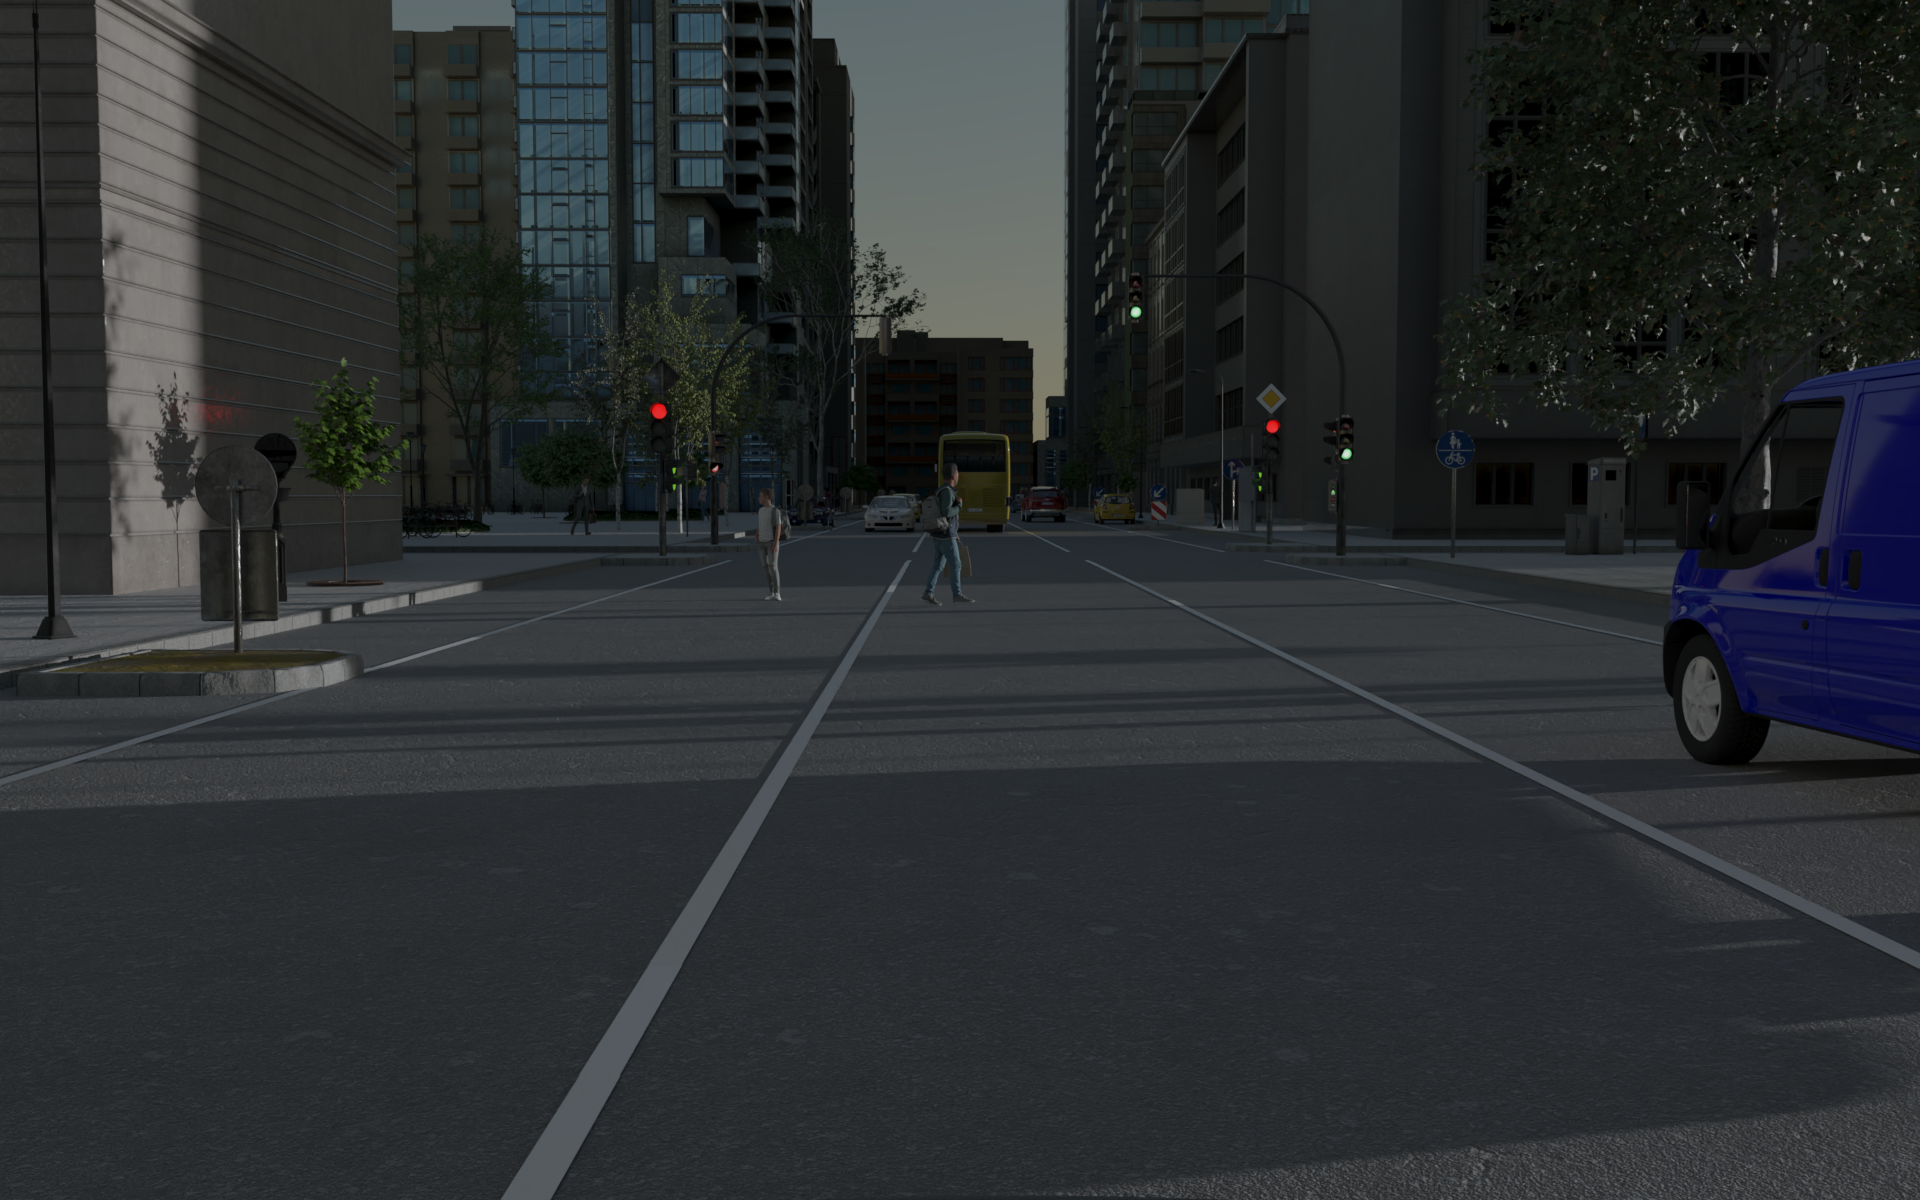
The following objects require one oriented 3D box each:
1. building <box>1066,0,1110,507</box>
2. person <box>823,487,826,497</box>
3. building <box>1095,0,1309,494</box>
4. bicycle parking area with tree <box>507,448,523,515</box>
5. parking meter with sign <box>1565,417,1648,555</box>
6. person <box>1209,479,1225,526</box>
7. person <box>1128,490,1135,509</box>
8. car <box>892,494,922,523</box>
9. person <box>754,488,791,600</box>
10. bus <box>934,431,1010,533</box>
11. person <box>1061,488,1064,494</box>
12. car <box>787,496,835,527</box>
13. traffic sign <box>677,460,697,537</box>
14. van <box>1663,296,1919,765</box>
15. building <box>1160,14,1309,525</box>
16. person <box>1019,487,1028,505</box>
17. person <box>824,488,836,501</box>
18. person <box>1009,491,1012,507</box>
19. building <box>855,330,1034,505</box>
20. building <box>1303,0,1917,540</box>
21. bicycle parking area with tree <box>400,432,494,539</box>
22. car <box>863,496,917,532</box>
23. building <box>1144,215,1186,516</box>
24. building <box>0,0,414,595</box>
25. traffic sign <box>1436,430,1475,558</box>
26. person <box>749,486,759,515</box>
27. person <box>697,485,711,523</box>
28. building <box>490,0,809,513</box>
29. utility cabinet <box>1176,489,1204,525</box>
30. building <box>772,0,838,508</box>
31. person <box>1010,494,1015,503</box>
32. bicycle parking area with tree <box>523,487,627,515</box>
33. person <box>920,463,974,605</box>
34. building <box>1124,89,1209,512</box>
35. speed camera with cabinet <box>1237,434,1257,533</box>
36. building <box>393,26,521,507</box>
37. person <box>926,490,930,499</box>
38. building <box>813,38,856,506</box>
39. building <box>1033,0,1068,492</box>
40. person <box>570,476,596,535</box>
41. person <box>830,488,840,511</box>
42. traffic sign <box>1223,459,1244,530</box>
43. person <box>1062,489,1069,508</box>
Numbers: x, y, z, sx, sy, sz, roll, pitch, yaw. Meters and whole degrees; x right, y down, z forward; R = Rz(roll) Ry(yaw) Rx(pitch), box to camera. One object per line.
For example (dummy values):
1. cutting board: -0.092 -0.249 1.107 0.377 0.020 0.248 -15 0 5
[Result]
1. building: 21.561 -38.919 178.319 21.231 58.520 28.212 0 4 0
2. person: -10.031 -7.390 126.870 0.705 1.824 1.348 3 5 44
3. building: 23.466 -32.399 149.340 23.786 49.044 30.456 0 4 0
4. bicycle parking area with tree: -26.010 -5.546 77.685 9.016 4.147 8.231 2 4 23
5. parking meter with sign: 13.660 -2.471 36.665 1.738 3.016 0.543 -1 4 -21
6. person: 10.377 -3.953 70.033 0.648 1.900 0.474 0 4 -1
7. person: 11.662 -6.780 117.242 0.374 1.781 0.599 -2 4 -34
8. car: -2.883 -4.776 88.311 2.015 1.641 3.980 0 4 -2
9. person: -2.562 -0.759 23.510 0.503 1.515 0.523 1 4 13
10. bus: 0.431 -4.626 67.189 2.896 3.916 12.252 0 4 -1
11. person: 10.253 -10.163 172.084 0.709 1.838 0.599 3 4 37
12. car: -6.343 -3.754 73.955 1.945 1.354 3.894 0 4 1
13. traffic sign: -8.191 -3.049 51.981 0.606 2.300 0.079 0 4 2
14. van: 4.913 -0.189 7.471 2.240 2.365 5.245 0 4 -2
15. building: 18.790 -16.309 85.725 14.314 24.678 30.058 0 4 0
16. person: 3.598 -5.450 97.586 0.573 1.828 0.580 3 4 38
17. person: -9.289 -6.993 121.057 1.217 1.739 0.721 0 4 -7
18. person: 5.677 -11.345 194.514 1.217 1.766 0.721 2 4 32
19. building: -5.840 -22.869 218.942 28.899 21.520 27.650 0 4 0
20. building: 24.017 -15.889 53.290 24.014 27.812 14.314 0 4 0
21. bicycle parking area with tree: -19.539 -3.864 50.172 9.016 4.147 8.231 -3 5 -44
22. car: -2.691 -3.333 66.852 2.083 1.381 4.827 0 4 -1
23. building: 17.526 -15.951 109.947 9.793 20.994 18.267 0 4 0
24. building: -22.352 -11.336 27.146 24.055 21.916 13.314 0 4 0
25. traffic sign: 9.869 -2.110 34.608 0.768 2.556 0.104 0 4 1
26. person: -12.641 -6.131 106.555 0.573 1.790 0.520 1 4 12
27. person: -11.519 -4.367 78.033 0.643 1.750 0.593 -1 4 -23
28. building: -22.565 -50.147 132.574 22.319 86.520 31.000 0 4 0
29. utility cabinet: 9.613 -3.888 72.245 1.173 1.500 0.318 3 5 40
30. building: -21.872 -44.102 159.313 20.563 71.187 20.611 0 4 0
31. person: 5.141 -9.958 174.494 0.799 1.438 0.628 -1 4 -23
32. bicycle parking area with tree: -25.517 -7.473 109.177 8.231 4.147 9.016 1 4 18
33. person: -0.158 -0.832 22.083 0.713 1.824 0.794 0 4 4
34. building: 18.944 -21.761 127.488 14.160 30.474 14.107 0 4 0
35. speed camera with cabinet: 9.632 -3.899 58.083 0.660 3.252 2.038 1 4 10
36. building: -48.559 -34.308 180.538 30.456 49.044 23.786 0 4 0
37. person: -2.492 -7.446 130.956 0.721 1.735 1.217 0 4 3
38. building: -22.113 -34.166 182.320 21.600 48.544 21.300 0 4 0
39. building: 24.634 -55.179 214.850 31.000 86.520 22.319 0 4 0
40. person: -11.811 -2.951 54.257 0.822 1.834 0.622 3 5 44
41. person: -9.374 -7.626 131.454 1.217 1.735 0.721 -2 4 -35
42. traffic sign: 9.865 -3.819 62.550 0.768 2.556 0.104 1 4 8
43. person: 9.470 -9.244 157.740 0.990 1.755 0.434 -2 4 -31
